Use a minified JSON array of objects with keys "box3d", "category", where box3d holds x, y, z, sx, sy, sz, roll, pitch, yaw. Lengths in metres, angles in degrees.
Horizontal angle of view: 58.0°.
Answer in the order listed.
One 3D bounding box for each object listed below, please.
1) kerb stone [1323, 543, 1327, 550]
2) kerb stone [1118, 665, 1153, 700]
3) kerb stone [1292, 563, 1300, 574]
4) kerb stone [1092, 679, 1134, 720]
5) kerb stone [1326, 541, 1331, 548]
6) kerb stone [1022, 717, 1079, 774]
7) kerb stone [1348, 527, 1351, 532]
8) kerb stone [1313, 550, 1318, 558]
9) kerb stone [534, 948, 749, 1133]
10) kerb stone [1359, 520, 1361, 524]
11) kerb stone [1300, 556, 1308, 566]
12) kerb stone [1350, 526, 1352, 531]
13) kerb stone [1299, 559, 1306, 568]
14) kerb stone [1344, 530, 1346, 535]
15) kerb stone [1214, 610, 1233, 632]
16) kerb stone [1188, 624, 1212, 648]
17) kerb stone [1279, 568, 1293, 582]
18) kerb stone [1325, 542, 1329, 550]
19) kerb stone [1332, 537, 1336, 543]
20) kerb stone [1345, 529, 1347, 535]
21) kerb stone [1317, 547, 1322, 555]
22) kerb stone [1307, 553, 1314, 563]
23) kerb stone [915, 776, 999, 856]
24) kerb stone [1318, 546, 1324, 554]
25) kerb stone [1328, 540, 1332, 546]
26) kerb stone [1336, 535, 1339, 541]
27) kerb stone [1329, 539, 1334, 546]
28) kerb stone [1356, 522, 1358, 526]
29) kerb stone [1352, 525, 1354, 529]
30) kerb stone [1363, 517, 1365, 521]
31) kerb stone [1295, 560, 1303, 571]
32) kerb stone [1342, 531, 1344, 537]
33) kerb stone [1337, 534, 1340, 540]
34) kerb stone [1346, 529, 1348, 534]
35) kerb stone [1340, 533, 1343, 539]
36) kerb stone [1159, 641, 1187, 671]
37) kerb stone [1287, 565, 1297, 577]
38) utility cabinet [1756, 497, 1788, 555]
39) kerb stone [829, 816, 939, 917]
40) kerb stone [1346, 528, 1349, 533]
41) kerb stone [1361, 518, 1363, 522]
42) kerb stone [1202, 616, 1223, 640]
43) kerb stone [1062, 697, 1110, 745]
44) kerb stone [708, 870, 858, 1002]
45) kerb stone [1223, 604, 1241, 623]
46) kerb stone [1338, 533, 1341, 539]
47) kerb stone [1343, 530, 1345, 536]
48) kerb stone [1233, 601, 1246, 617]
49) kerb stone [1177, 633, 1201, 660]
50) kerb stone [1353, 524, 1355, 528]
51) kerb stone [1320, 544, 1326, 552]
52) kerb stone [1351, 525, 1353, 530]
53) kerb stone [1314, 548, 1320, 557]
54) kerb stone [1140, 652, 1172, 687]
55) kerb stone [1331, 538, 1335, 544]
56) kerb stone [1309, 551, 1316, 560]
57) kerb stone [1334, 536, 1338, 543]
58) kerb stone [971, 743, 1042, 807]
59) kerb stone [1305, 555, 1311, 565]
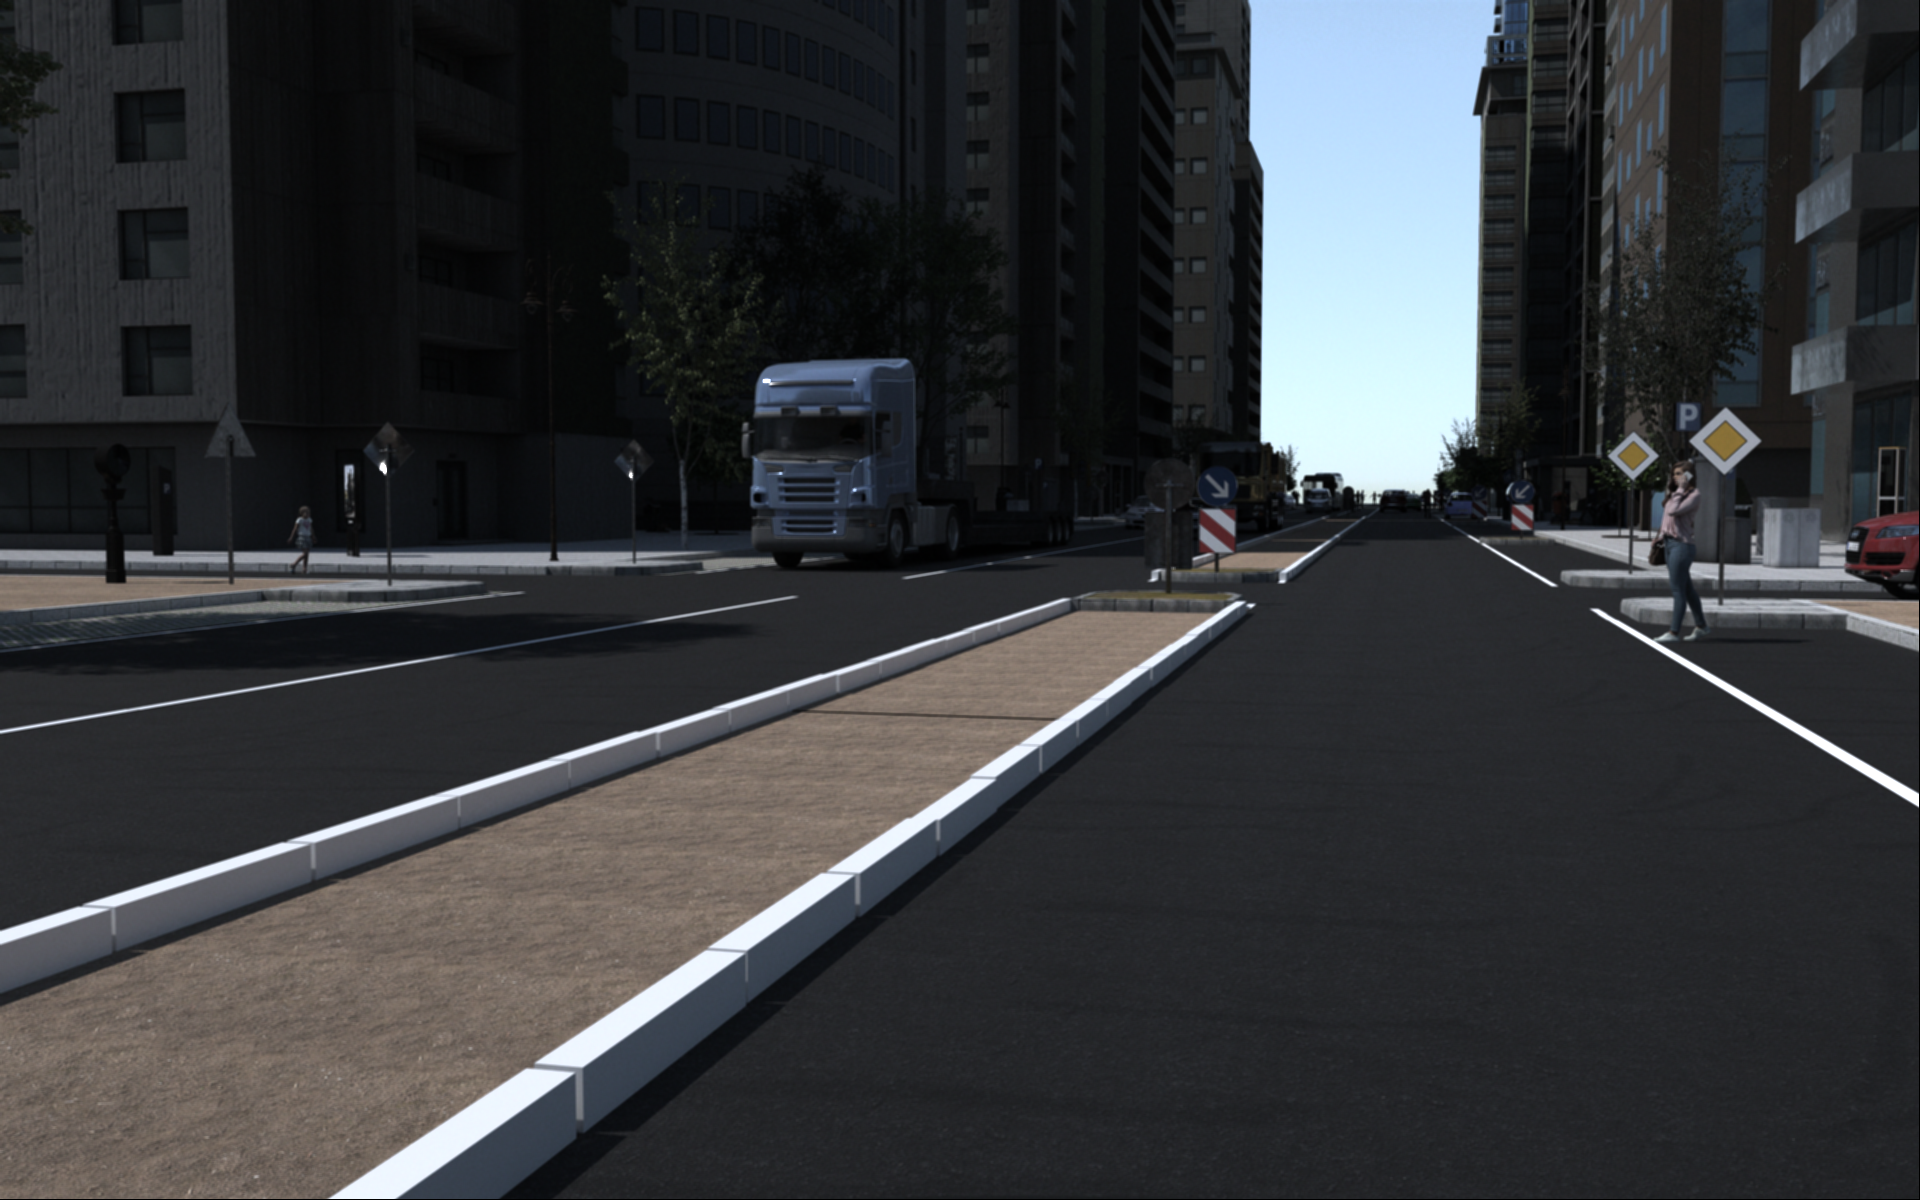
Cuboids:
[{"box3d":[8.905,-1.252,42.662,0.120,0.150,1.000,1,4,14],"category":"kerb stone"},{"box3d":[1.228,0.606,12.333,0.120,0.150,1.000,1,4,14],"category":"kerb stone"},{"box3d":[5.911,-0.524,30.760,0.120,0.150,1.000,1,4,14],"category":"kerb stone"},{"box3d":[0.987,0.665,11.339,0.120,0.150,1.000,1,4,14],"category":"kerb stone"},{"box3d":[9.412,-1.373,44.645,0.120,0.150,1.000,1,4,14],"category":"kerb stone"},{"box3d":[0.482,0.786,9.351,0.120,0.150,1.000,1,4,14],"category":"kerb stone"},{"box3d":[13.942,-2.463,62.539,0.120,0.150,1.000,1,4,14],"category":"kerb stone"},{"box3d":[7.652,-0.949,37.705,0.120,0.150,1.000,1,4,14],"category":"kerb stone"},{"box3d":[-0.779,1.090,4.376,0.120,0.150,1.000,1,4,14],"category":"kerb stone"},{"box3d":[17.966,-3.437,78.461,0.120,0.150,1.000,1,4,14],"category":"kerb stone"},{"box3d":[6.648,-0.706,33.741,0.120,0.150,1.000,1,4,14],"category":"kerb stone"},{"box3d":[14.447,-2.587,64.519,0.120,0.150,1.000,1,4,14],"category":"kerb stone"},{"box3d":[6.398,-0.638,32.750,0.120,0.150,1.000,1,4,14],"category":"kerb stone"},{"box3d":[12.683,-2.162,57.566,0.120,0.150,1.000,1,4,14],"category":"kerb stone"},{"box3d":[2.746,0.239,18.290,0.120,0.150,1.000,1,4,14],"category":"kerb stone"},{"box3d":[2.236,0.360,16.303,0.120,0.150,1.000,1,4,14],"category":"kerb stone"},{"box3d":[5.393,-0.398,28.779,0.120,0.150,1.000,1,4,14],"category":"kerb stone"},{"box3d":[9.162,-1.312,43.651,0.120,0.150,1.000,1,4,14],"category":"kerb stone"},{"box3d":[10.419,-1.616,48.623,0.120,0.150,1.000,1,4,14],"category":"kerb stone"},{"box3d":[12.940,-2.223,58.566,0.120,0.150,1.000,1,4,14],"category":"kerb stone"},{"box3d":[8.162,-1.069,39.688,0.120,0.150,1.000,1,4,14],"category":"kerb stone"},{"box3d":[7.156,-0.827,35.720,0.120,0.150,1.000,1,4,14],"category":"kerb stone"},{"box3d":[-0.015,0.913,7.352,0.120,0.150,1.000,1,4,14],"category":"kerb stone"},{"box3d":[8.408,-1.123,40.680,0.120,0.150,1.000,1,4,14],"category":"kerb stone"},{"box3d":[9.659,-1.434,45.636,0.120,0.150,1.000,1,4,14],"category":"kerb stone"},{"box3d":[10.919,-1.735,50.608,0.120,0.150,1.000,1,4,14],"category":"kerb stone"},{"box3d":[9.916,-1.494,46.628,0.120,0.150,1.000,1,4,14],"category":"kerb stone"},{"box3d":[16.697,-3.136,73.473,0.120,0.150,1.000,1,4,14],"category":"kerb stone"},{"box3d":[14.947,-2.710,66.510,0.120,0.150,1.000,1,4,14],"category":"kerb stone"},{"box3d":[20.239,-3.988,87.398,0.120,0.150,1.000,1,4,14],"category":"kerb stone"},{"box3d":[6.157,-0.585,31.752,0.120,0.150,1.000,1,4,14],"category":"kerb stone"},{"box3d":[12.179,-2.041,55.584,0.120,0.150,1.000,1,4,14],"category":"kerb stone"},{"box3d":[11.173,-1.796,51.598,0.120,0.150,1.000,1,4,14],"category":"kerb stone"},{"box3d":[13.185,-2.280,59.560,0.120,0.150,1.000,1,4,14],"category":"kerb stone"},{"box3d":[11.682,-1.920,53.585,0.120,0.150,1.000,1,4,14],"category":"kerb stone"},{"box3d":[1.739,0.482,14.320,0.120,0.150,1.000,1,4,14],"category":"kerb stone"},{"box3d":[5.655,-0.463,29.770,0.120,0.150,1.000,1,4,14],"category":"kerb stone"},{"box3d":[17.180,-1.557,36.626,0.306,1.237,1.020,3,5,44],"category":"utility cabinet"},{"box3d":[-0.274,0.968,6.362,0.120,0.150,1.000,1,4,14],"category":"kerb stone"},{"box3d":[13.436,-2.346,60.558,0.120,0.150,1.000,1,4,14],"category":"kerb stone"},{"box3d":[19.471,-3.803,84.411,0.120,0.150,1.000,1,4,14],"category":"kerb stone"},{"box3d":[2.494,0.299,17.299,0.120,0.150,1.000,1,4,14],"category":"kerb stone"},{"box3d":[0.737,0.727,10.343,0.120,0.150,1.000,1,4,14],"category":"kerb stone"},{"box3d":[-0.533,1.029,5.368,0.120,0.150,1.000,1,4,14],"category":"kerb stone"},{"box3d":[2.994,0.178,19.286,0.120,0.150,1.000,1,4,14],"category":"kerb stone"},{"box3d":[11.421,-1.859,52.590,0.120,0.150,1.000,1,4,14],"category":"kerb stone"},{"box3d":[12.432,-2.103,56.575,0.120,0.150,1.000,1,4,14],"category":"kerb stone"},{"box3d":[3.250,0.120,20.278,0.120,0.150,1.000,1,4,14],"category":"kerb stone"},{"box3d":[1.990,0.428,15.311,0.120,0.150,1.000,1,4,14],"category":"kerb stone"},{"box3d":[15.451,-2.831,68.509,0.120,0.150,1.000,1,4,14],"category":"kerb stone"},{"box3d":[8.658,-1.191,41.670,0.120,0.150,1.000,1,4,14],"category":"kerb stone"},{"box3d":[14.695,-2.649,65.511,0.120,0.150,1.000,1,4,14],"category":"kerb stone"},{"box3d":[7.908,-1.007,38.695,0.120,0.150,1.000,1,4,14],"category":"kerb stone"},{"box3d":[1.489,0.543,13.321,0.120,0.150,1.000,1,4,14],"category":"kerb stone"},{"box3d":[10.164,-1.555,47.625,0.120,0.150,1.000,1,4,14],"category":"kerb stone"},{"box3d":[7.414,-0.885,36.711,0.120,0.150,1.000,1,4,14],"category":"kerb stone"},{"box3d":[10.670,-1.677,49.617,0.120,0.150,1.000,1,4,14],"category":"kerb stone"},{"box3d":[0.225,0.847,8.348,0.120,0.150,1.000,1,4,14],"category":"kerb stone"},{"box3d":[6.900,-0.767,34.731,0.120,0.150,1.000,1,4,14],"category":"kerb stone"}]
